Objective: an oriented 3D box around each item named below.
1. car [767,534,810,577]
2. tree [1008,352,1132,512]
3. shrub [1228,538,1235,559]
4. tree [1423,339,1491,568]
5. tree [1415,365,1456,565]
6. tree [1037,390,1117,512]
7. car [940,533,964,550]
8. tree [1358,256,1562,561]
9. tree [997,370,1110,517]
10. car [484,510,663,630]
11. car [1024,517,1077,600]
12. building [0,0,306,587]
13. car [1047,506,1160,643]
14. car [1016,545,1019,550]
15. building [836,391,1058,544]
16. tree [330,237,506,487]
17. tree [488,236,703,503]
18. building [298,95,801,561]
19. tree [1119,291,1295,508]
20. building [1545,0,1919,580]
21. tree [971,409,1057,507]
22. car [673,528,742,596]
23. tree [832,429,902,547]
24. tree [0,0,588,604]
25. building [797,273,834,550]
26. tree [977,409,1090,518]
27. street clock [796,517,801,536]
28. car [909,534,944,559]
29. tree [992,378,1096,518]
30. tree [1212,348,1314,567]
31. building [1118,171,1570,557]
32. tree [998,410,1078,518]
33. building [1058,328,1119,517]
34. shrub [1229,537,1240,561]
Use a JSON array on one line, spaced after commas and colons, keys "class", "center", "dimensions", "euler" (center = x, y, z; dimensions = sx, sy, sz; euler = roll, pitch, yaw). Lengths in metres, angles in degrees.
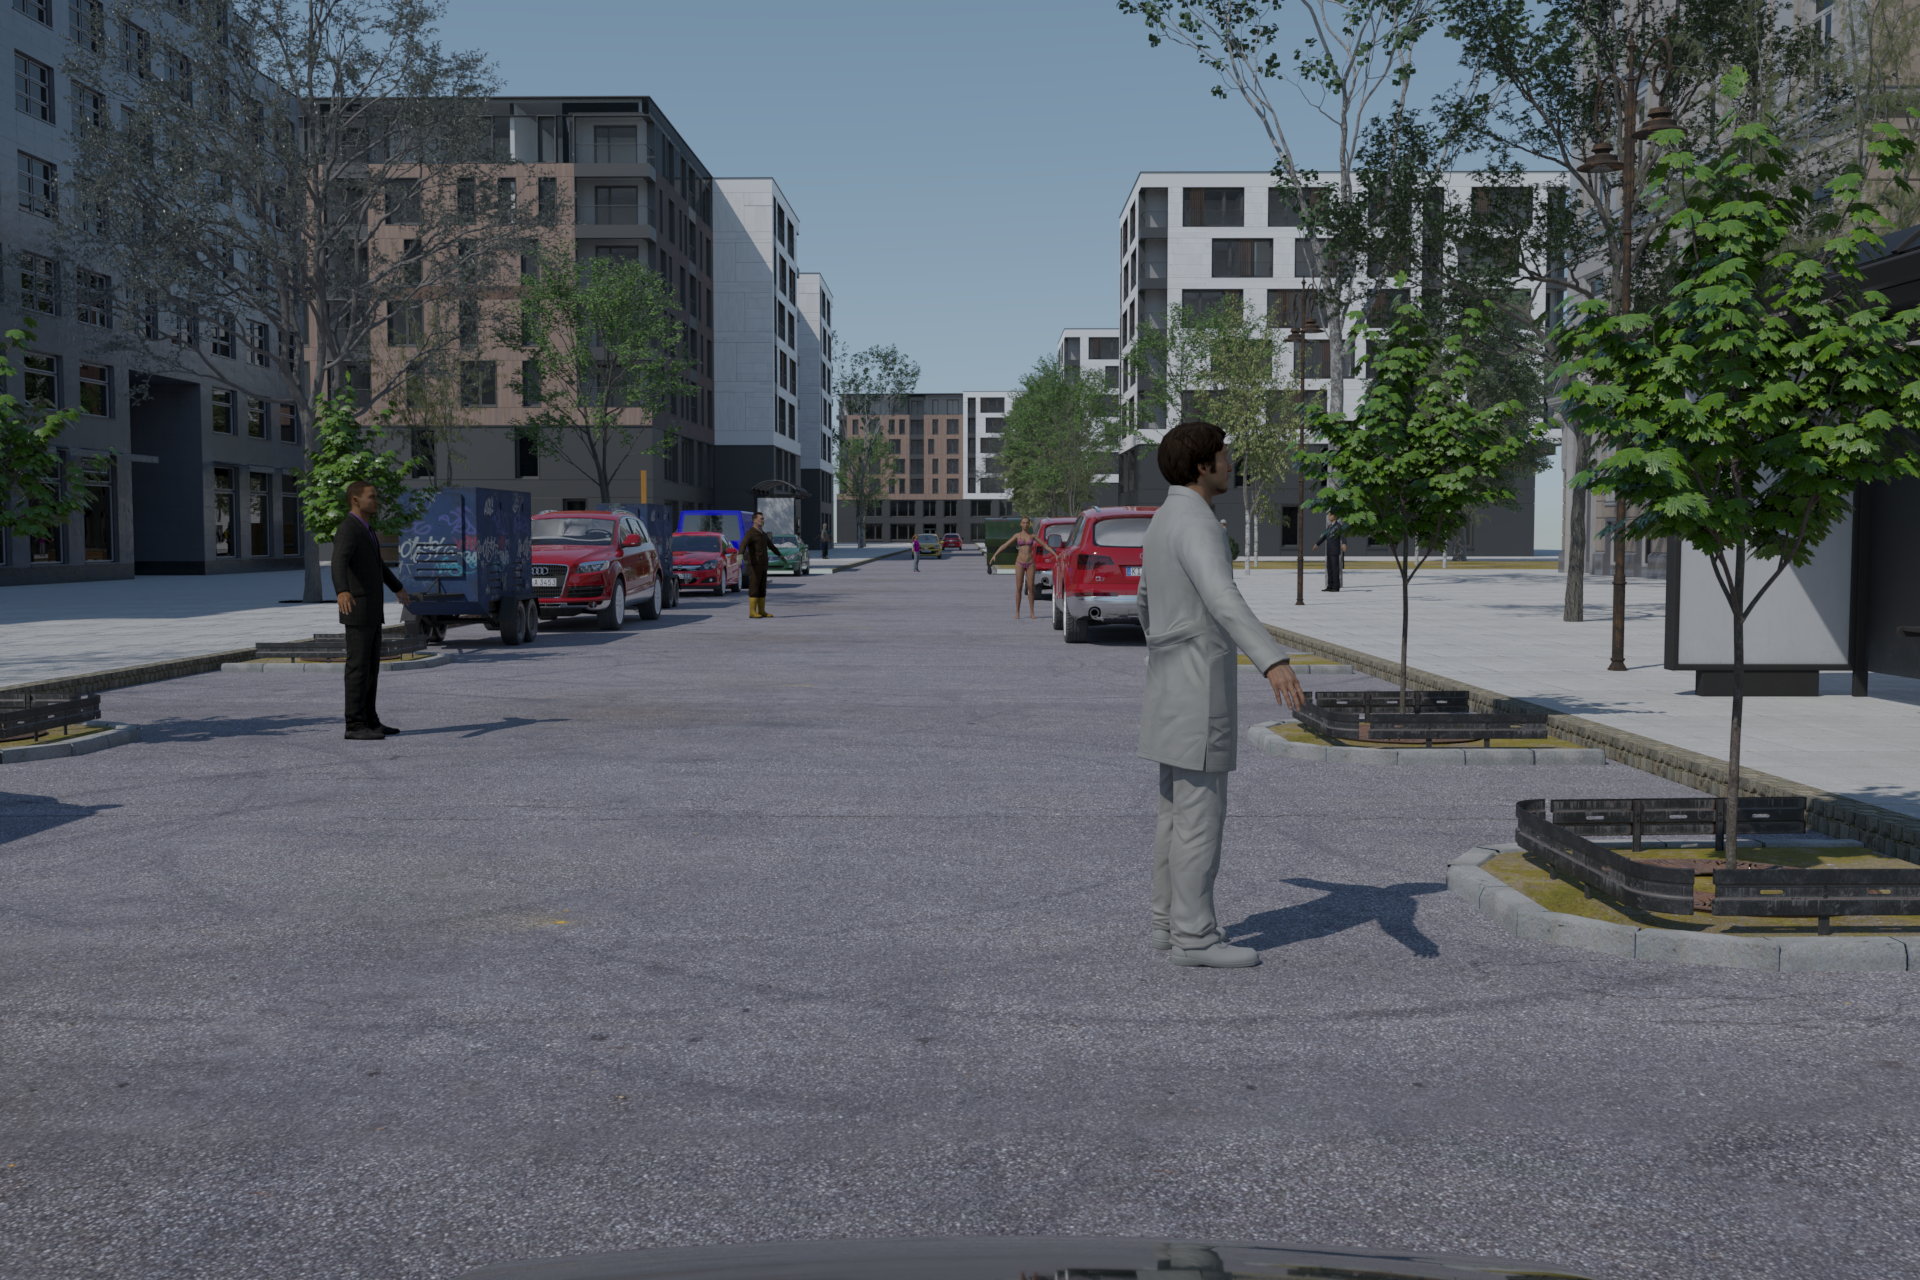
[{"class": "car", "center": [-6.255, -2.944, 59.926], "dimensions": [2.131, 1.459, 4.920], "euler": [0, 4, 0]}, {"class": "tree", "center": [6.326, -10.650, 99.890], "dimensions": [9.928, 11.665, 9.643], "euler": [0, 3, 0]}, {"class": "shrub", "center": [10.640, -3.610, 70.139], "dimensions": [1.383, 1.207, 1.383], "euler": [0, 3, 0]}, {"class": "tree", "center": [18.332, -7.024, 65.207], "dimensions": [4.360, 8.622, 3.978], "euler": [0, 3, 0]}, {"class": "tree", "center": [19.176, -7.438, 71.980], "dimensions": [4.360, 8.622, 3.978], "euler": [0, 3, 0]}, {"class": "tree", "center": [5.677, -8.527, 89.775], "dimensions": [4.360, 8.622, 3.978], "euler": [0, 3, 0]}, {"class": "car", "center": [-0.723, -8.814, 153.148], "dimensions": [2.155, 1.783, 4.494], "euler": [0, 4, 1]}, {"class": "tree", "center": [23.591, -10.679, 81.259], "dimensions": [9.857, 13.997, 8.962], "euler": [0, 3, 0]}, {"class": "tree", "center": [5.987, -11.290, 110.343], "dimensions": [9.928, 11.665, 9.643], "euler": [0, 3, 0]}, {"class": "car", "center": [-6.058, -1.149, 27.467], "dimensions": [2.281, 1.827, 5.304], "euler": [0, 4, 0]}, {"class": "car", "center": [2.494, -1.858, 39.049], "dimensions": [2.281, 1.827, 5.304], "euler": [0, 4, 1]}, {"class": "building", "center": [-28.236, -14.201, 50.593], "dimensions": [11.959, 24.771, 22.079], "euler": [0, 4, 0]}, {"class": "car", "center": [2.384, -0.953, 24.262], "dimensions": [2.281, 1.827, 5.304], "euler": [0, 4, 0]}, {"class": "car", "center": [2.914, -2.711, 56.129], "dimensions": [2.131, 1.459, 4.920], "euler": [0, 4, -1]}, {"class": "building", "center": [-1.106, -25.275, 259.671], "dimensions": [32.646, 21.610, 27.936], "euler": [0, 4, 3]}, {"class": "tree", "center": [-12.766, -5.672, 43.092], "dimensions": [4.360, 8.622, 3.978], "euler": [0, 3, 0]}, {"class": "tree", "center": [-12.626, -8.278, 61.093], "dimensions": [9.928, 11.665, 9.643], "euler": [0, 3, 0]}, {"class": "building", "center": [-24.686, -15.511, 97.572], "dimensions": [27.936, 21.610, 32.646], "euler": [0, 4, 1]}, {"class": "tree", "center": [10.747, -9.168, 75.655], "dimensions": [9.928, 11.665, 9.643], "euler": [0, 3, 0]}, {"class": "building", "center": [26.010, -15.969, 47.001], "dimensions": [13.634, 28.700, 20.117], "euler": [0, 4, 1]}, {"class": "tree", "center": [6.178, -15.483, 163.517], "dimensions": [12.009, 13.543, 11.850], "euler": [0, 3, 0]}, {"class": "car", "center": [-6.309, -1.969, 41.226], "dimensions": [2.155, 1.783, 4.494], "euler": [0, 4, 1]}, {"class": "tree", "center": [-9.250, -14.918, 169.672], "dimensions": [9.928, 11.665, 9.643], "euler": [0, 3, 0]}, {"class": "tree", "center": [-12.027, -7.441, 32.035], "dimensions": [12.009, 13.543, 11.850], "euler": [0, 3, 0]}, {"class": "building", "center": [-24.870, -17.701, 133.393], "dimensions": [27.936, 21.610, 32.646], "euler": [0, 3, 0]}, {"class": "tree", "center": [6.272, -14.554, 148.322], "dimensions": [12.009, 13.543, 11.850], "euler": [0, 3, 0]}, {"class": "street clock", "center": [-6.890, -4.191, 73.093], "dimensions": [0.358, 2.002, 0.471], "euler": [0, 4, 1]}, {"class": "car", "center": [-1.936, -5.569, 101.277], "dimensions": [2.015, 1.641, 3.980], "euler": [0, 4, 0]}, {"class": "tree", "center": [5.994, -12.538, 123.119], "dimensions": [7.486, 12.596, 7.792], "euler": [0, 3, 0]}, {"class": "tree", "center": [11.476, -7.190, 67.915], "dimensions": [4.360, 8.622, 3.978], "euler": [0, 3, 0]}, {"class": "building", "center": [24.208, -16.522, 114.106], "dimensions": [27.936, 21.610, 32.646], "euler": [0, 4, 0]}, {"class": "tree", "center": [6.749, -13.333, 136.115], "dimensions": [7.486, 12.596, 7.792], "euler": [0, 3, 0]}, {"class": "building", "center": [24.430, -21.051, 188.161], "dimensions": [27.936, 21.610, 32.646], "euler": [0, 4, 1]}, {"class": "shrub", "center": [12.264, -4.149, 78.961], "dimensions": [1.383, 1.207, 1.383], "euler": [0, 3, 0]}]
